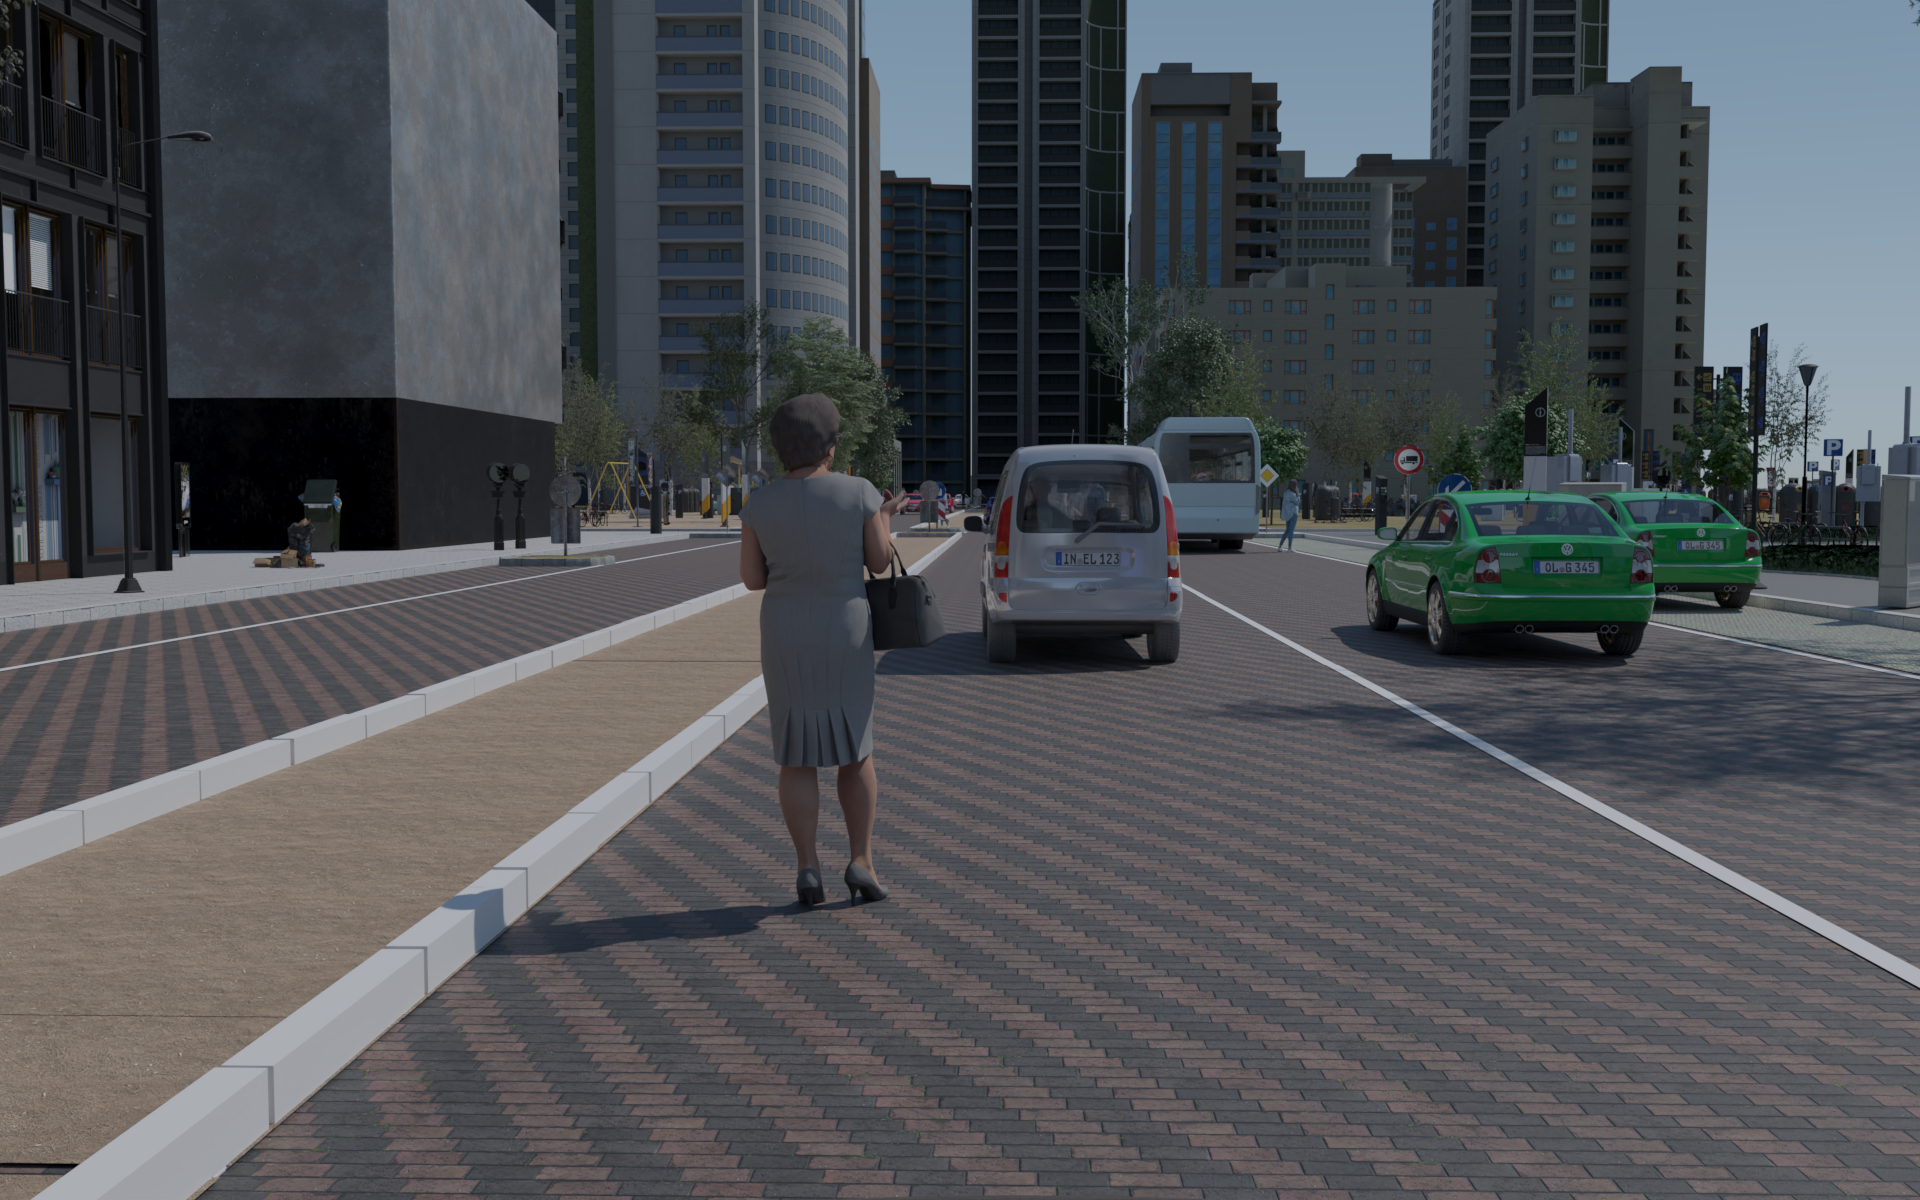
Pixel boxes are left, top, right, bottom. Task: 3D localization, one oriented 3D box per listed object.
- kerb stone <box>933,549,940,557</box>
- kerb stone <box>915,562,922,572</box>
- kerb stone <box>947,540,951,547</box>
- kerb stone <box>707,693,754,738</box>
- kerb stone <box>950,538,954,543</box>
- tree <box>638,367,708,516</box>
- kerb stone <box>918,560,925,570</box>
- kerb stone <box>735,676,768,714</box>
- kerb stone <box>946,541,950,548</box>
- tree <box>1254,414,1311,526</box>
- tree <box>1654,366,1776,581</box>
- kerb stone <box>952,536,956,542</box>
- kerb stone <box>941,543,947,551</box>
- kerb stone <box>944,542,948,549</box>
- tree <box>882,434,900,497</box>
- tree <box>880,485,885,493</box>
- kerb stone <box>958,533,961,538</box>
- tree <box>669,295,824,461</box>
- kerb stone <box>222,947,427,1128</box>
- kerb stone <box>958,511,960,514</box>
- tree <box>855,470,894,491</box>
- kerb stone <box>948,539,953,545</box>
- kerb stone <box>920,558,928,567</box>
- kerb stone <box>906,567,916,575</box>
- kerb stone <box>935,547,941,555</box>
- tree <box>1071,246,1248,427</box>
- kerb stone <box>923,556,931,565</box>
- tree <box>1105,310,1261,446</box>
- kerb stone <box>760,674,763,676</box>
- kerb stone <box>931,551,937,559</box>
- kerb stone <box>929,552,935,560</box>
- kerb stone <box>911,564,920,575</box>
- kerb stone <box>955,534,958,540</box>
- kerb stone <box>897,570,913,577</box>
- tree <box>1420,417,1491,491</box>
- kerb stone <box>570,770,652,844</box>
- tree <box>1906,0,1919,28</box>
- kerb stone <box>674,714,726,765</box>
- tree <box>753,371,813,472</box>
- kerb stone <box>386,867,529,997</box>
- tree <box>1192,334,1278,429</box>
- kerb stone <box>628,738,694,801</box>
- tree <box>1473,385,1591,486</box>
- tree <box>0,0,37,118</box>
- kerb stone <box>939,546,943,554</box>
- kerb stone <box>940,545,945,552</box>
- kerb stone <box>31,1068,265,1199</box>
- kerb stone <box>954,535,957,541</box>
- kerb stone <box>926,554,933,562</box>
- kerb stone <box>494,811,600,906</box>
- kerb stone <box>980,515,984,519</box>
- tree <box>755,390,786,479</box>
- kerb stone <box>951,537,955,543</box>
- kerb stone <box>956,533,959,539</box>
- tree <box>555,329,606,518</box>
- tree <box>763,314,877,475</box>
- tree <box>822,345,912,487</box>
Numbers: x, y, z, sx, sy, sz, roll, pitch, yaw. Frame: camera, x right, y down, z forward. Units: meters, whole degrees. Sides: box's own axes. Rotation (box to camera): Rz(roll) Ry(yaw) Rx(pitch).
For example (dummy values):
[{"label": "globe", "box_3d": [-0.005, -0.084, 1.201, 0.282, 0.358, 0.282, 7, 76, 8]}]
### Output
[{"label": "kerb stone", "box_3d": [-0.586, -0.980, 38.222, 0.120, 0.150, 1.000, 0, 4, 2]}, {"label": "kerb stone", "box_3d": [-0.803, -0.541, 31.038, 0.120, 0.150, 1.000, 0, 4, 2]}, {"label": "kerb stone", "box_3d": [-0.375, -1.414, 45.398, 0.120, 0.150, 1.000, 0, 4, 2]}, {"label": "kerb stone", "box_3d": [-1.407, 0.712, 10.554, 0.120, 0.150, 1.000, 0, 4, 2]}, {"label": "kerb stone", "box_3d": [-0.312, -1.543, 47.444, 0.120, 0.150, 1.000, 0, 4, 2]}, {"label": "tree", "box_3d": [-16.645, -9.161, 100.146, 4.360, 8.622, 3.978, 0, 3, 0]}, {"label": "kerb stone", "box_3d": [-0.776, -0.603, 32.061, 0.120, 0.150, 1.000, 0, 4, 2]}, {"label": "kerb stone", "box_3d": [-1.381, 0.649, 11.577, 0.120, 0.150, 1.000, 0, 4, 2]}, {"label": "kerb stone", "box_3d": [-0.405, -1.355, 44.375, 0.120, 0.150, 1.000, 0, 4, 2]}, {"label": "tree", "box_3d": [12.752, -5.349, 71.175, 4.285, 4.588, 4.351, 0, 3, 0]}, {"label": "tree", "box_3d": [11.474, -1.906, 25.769, 1.663, 3.219, 1.824, 0, 3, 0]}, {"label": "kerb stone", "box_3d": [-0.261, -1.670, 49.492, 0.120, 0.150, 1.000, 0, 4, 2]}, {"label": "kerb stone", "box_3d": [-0.467, -1.231, 42.324, 0.120, 0.150, 1.000, 0, 4, 2]}, {"label": "kerb stone", "box_3d": [-0.435, -1.294, 43.345, 0.120, 0.150, 1.000, 0, 4, 2]}, {"label": "tree", "box_3d": [-7.228, -12.885, 161.032, 4.360, 8.622, 3.978, 0, 3, 0]}, {"label": "tree", "box_3d": [-7.088, -9.492, 149.800, 1.663, 3.219, 1.824, 0, 3, 0]}, {"label": "kerb stone", "box_3d": [-0.127, -1.915, 53.580, 0.120, 0.150, 1.000, 0, 4, 2]}, {"label": "tree", "box_3d": [-9.796, -8.939, 80.573, 8.767, 10.594, 7.601, 2, 4, 34]}, {"label": "kerb stone", "box_3d": [-1.593, 1.094, 4.410, 0.120, 0.150, 1.000, 0, 4, 2]}, {"label": "kerb stone", "box_3d": [-0.273, -5.968, 119.774, 0.120, 0.150, 1.000, 0, 4, 2]}, {"label": "tree", "box_3d": [-7.358, -9.877, 145.199, 4.285, 4.588, 4.351, 0, 3, 0]}, {"label": "kerb stone", "box_3d": [-0.344, -1.476, 46.423, 0.120, 0.150, 1.000, 0, 4, 2]}, {"label": "kerb stone", "box_3d": [-0.744, -0.666, 33.090, 0.120, 0.150, 1.000, 0, 4, 2]}, {"label": "kerb stone", "box_3d": [-0.864, -0.415, 28.988, 0.120, 0.150, 1.000, 0, 4, 2]}, {"label": "kerb stone", "box_3d": [-0.563, -1.043, 39.244, 0.120, 0.150, 1.000, 0, 4, 2]}, {"label": "tree", "box_3d": [15.146, -16.919, 132.509, 12.611, 20.169, 13.585, 0, 3, 0]}, {"label": "kerb stone", "box_3d": [-0.711, -0.729, 34.123, 0.120, 0.150, 1.000, 0, 4, 2]}, {"label": "tree", "box_3d": [14.313, -11.683, 108.023, 9.611, 12.733, 9.660, 0, 3, 0]}, {"label": "kerb stone", "box_3d": [-1.346, 0.591, 12.604, 0.120, 0.150, 1.000, 0, 4, 2]}, {"label": "kerb stone", "box_3d": [-0.625, -0.912, 37.195, 0.120, 0.150, 1.000, 0, 4, 2]}, {"label": "kerb stone", "box_3d": [-0.654, -0.855, 36.169, 0.120, 0.150, 1.000, 0, 4, 2]}, {"label": "kerb stone", "box_3d": [-0.832, -0.478, 30.017, 0.120, 0.150, 1.000, 0, 4, 2]}, {"label": "kerb stone", "box_3d": [-0.199, -1.795, 51.538, 0.120, 0.150, 1.000, 0, 4, 2]}, {"label": "kerb stone", "box_3d": [-0.892, -0.352, 27.967, 0.120, 0.150, 1.000, 0, 4, 2]}, {"label": "tree", "box_3d": [12.669, -3.003, 43.704, 1.663, 3.219, 1.824, 0, 3, 0]}, {"label": "kerb stone", "box_3d": [-1.508, 0.900, 7.480, 0.120, 0.150, 1.000, 0, 4, 2]}, {"label": "tree", "box_3d": [11.924, -6.354, 14.265, 12.009, 13.543, 11.850, 0, 3, 0]}, {"label": "kerb stone", "box_3d": [-1.444, 0.779, 9.532, 0.120, 0.150, 1.000, 0, 4, 2]}, {"label": "tree", "box_3d": [-9.661, -9.066, 98.599, 4.360, 8.622, 3.978, 0, 3, 0]}, {"label": "kerb stone", "box_3d": [-1.560, 1.029, 5.431, 0.120, 0.150, 1.000, 0, 4, 2]}, {"label": "tree", "box_3d": [12.826, -7.966, 80.604, 4.737, 8.622, 4.395, 0, 3, 0]}, {"label": "kerb stone", "box_3d": [-1.471, 0.837, 8.506, 0.120, 0.150, 1.000, 0, 4, 2]}, {"label": "tree", "box_3d": [17.262, -4.194, 52.292, 4.285, 4.588, 4.351, 0, 3, 0]}, {"label": "tree", "box_3d": [-11.138, -4.001, 15.775, 4.360, 8.622, 3.978, 0, 3, 0]}, {"label": "kerb stone", "box_3d": [-0.525, -1.106, 40.274, 0.120, 0.150, 1.000, 0, 4, 2]}, {"label": "kerb stone", "box_3d": [-0.505, -1.168, 41.297, 0.120, 0.150, 1.000, 0, 4, 2]}, {"label": "kerb stone", "box_3d": [-1.624, 1.152, 3.382, 0.120, 0.150, 1.000, 0, 4, 2]}, {"label": "kerb stone", "box_3d": [-0.225, -1.732, 50.516, 0.120, 0.150, 1.000, 0, 4, 2]}, {"label": "kerb stone", "box_3d": [-0.683, -0.791, 35.147, 0.120, 0.150, 1.000, 0, 4, 2]}, {"label": "kerb stone", "box_3d": [-1.531, 0.963, 6.458, 0.120, 0.150, 1.000, 0, 4, 2]}, {"label": "kerb stone", "box_3d": [1.500, -5.275, 108.459, 0.120, 0.150, 1.000, 0, 4, 2]}, {"label": "tree", "box_3d": [-12.465, -10.485, 121.791, 4.737, 8.622, 4.395, 0, 3, 0]}, {"label": "kerb stone", "box_3d": [-0.291, -1.607, 48.466, 0.120, 0.150, 1.000, 0, 4, 2]}, {"label": "kerb stone", "box_3d": [-0.167, -1.856, 52.559, 0.120, 0.150, 1.000, 0, 4, 2]}, {"label": "tree", "box_3d": [-17.249, -7.461, 72.355, 4.360, 8.622, 3.978, 0, 3, 0]}, {"label": "tree", "box_3d": [-8.671, -11.711, 109.598, 7.486, 12.596, 7.792, 0, 3, 0]}, {"label": "tree", "box_3d": [-8.309, -13.248, 133.619, 9.611, 12.733, 9.660, 0, 3, 0]}]
